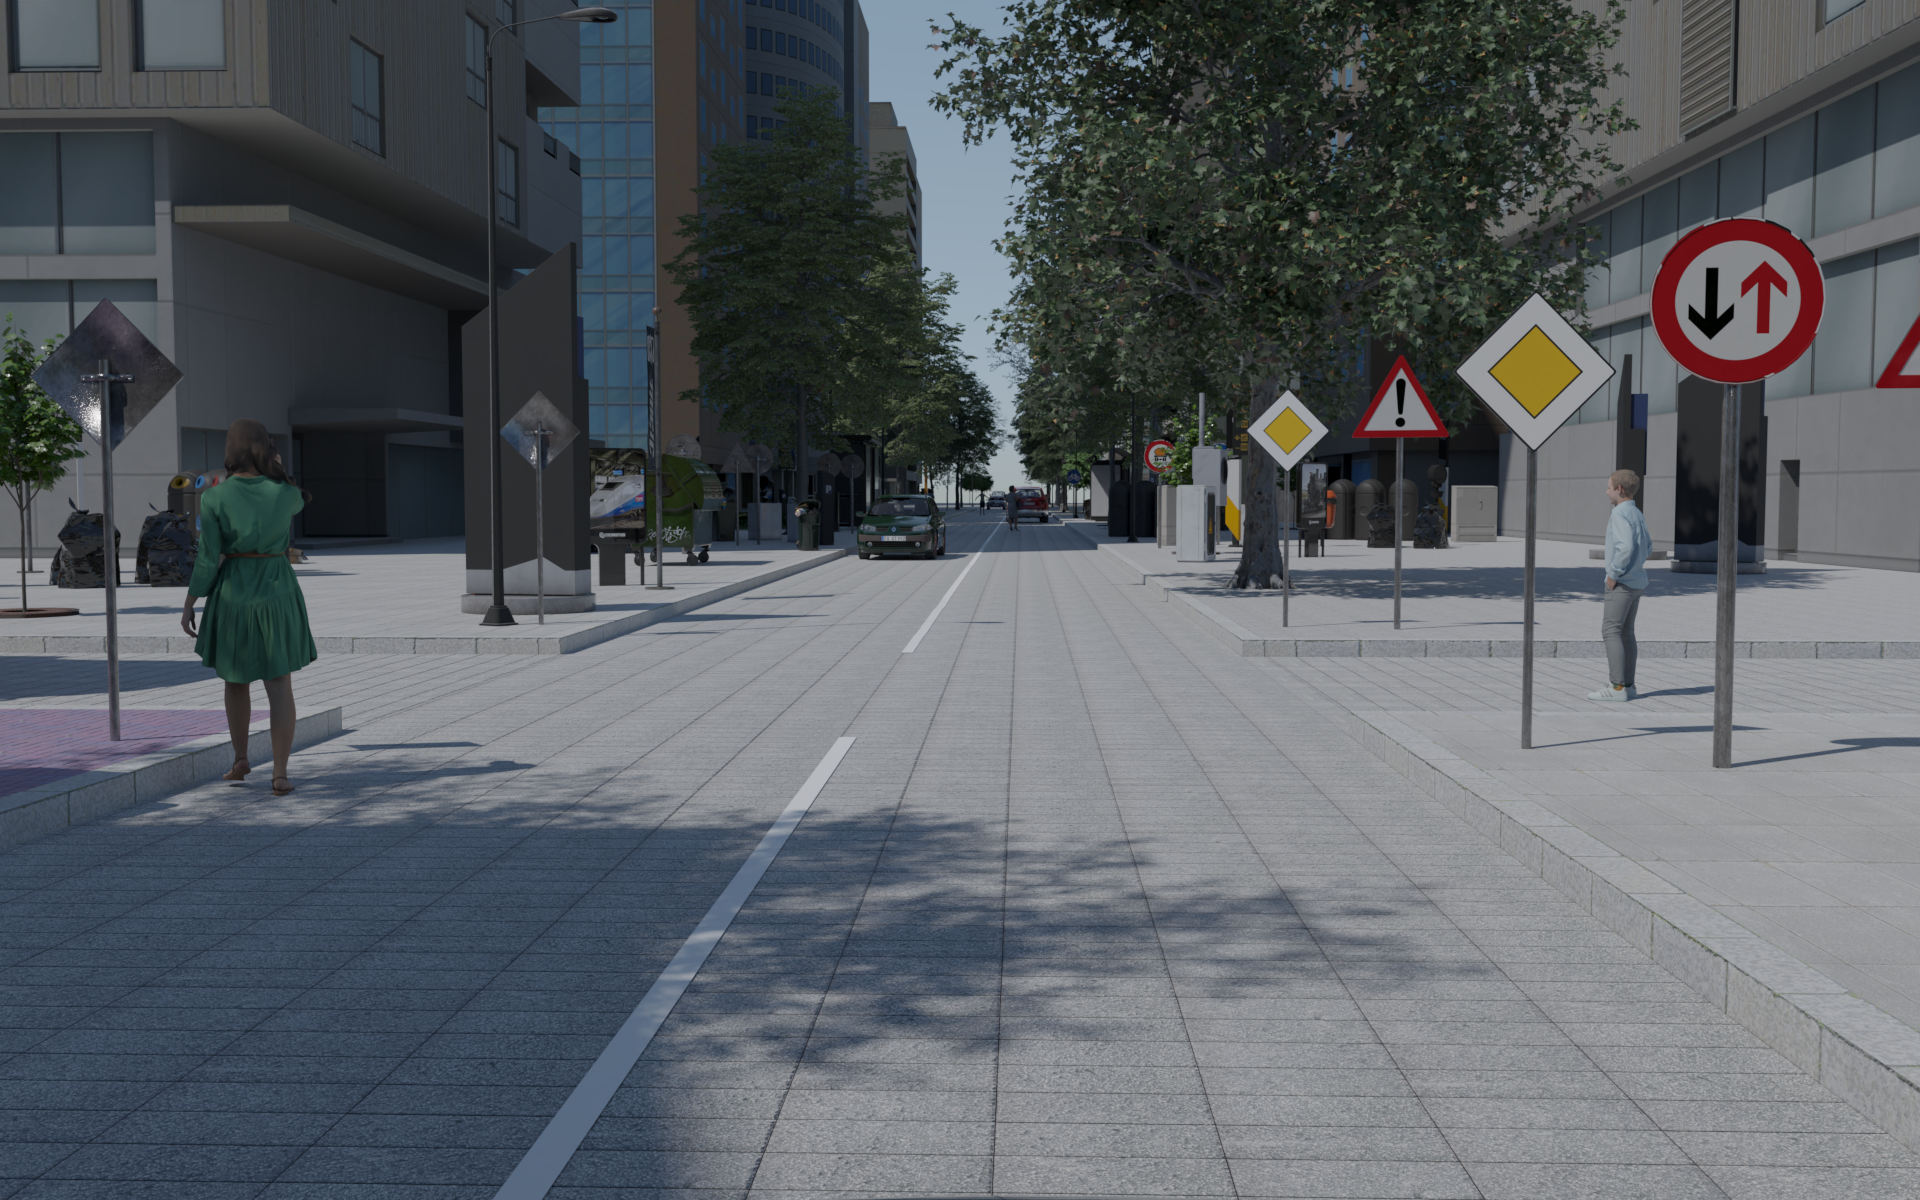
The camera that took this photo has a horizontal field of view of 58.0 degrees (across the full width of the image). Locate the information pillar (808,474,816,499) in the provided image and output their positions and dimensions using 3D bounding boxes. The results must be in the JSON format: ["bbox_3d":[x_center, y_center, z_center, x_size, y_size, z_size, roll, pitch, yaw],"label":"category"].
[{"bbox_3d":[-5.409,-3.570,62.857,0.304,2.012,0.304,0,4,7],"label":"information pillar"}]

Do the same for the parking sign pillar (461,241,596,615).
[{"bbox_3d":[-4.735,-1.862,18.916,1.447,3.967,1.447,1,4,13],"label":"parking sign pillar"}]

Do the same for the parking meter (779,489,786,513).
[{"bbox_3d":[-8.811,-4.756,86.169,0.372,1.533,0.369,0,3,0],"label":"parking meter"}]

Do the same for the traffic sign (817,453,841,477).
[{"bbox_3d":[-4.070,-3.286,53.826,0.768,2.556,0.104,0,4,5],"label":"traffic sign"}]

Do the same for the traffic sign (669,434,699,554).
[{"bbox_3d":[-5.893,-2.249,36.870,0.768,2.556,0.104,0,4,3],"label":"traffic sign"}]

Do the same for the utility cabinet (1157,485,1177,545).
[{"bbox_3d":[5.382,-2.113,43.233,0.318,1.500,1.173,3,5,43],"label":"utility cabinet"}]

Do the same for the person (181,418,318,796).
[{"bbox_3d":[-3.407,0.025,8.346,0.600,1.795,0.529,-3,4,-38],"label":"person"}]

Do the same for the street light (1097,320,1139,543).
[{"bbox_3d":[4.045,-4.483,45.839,1.470,5.913,1.316,0,4,2],"label":"street light"}]

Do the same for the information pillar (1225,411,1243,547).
[{"bbox_3d":[6.609,-3.083,41.759,0.183,3.616,0.504,-2,4,-32],"label":"information pillar"}]

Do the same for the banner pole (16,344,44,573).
[{"bbox_3d":[-15.046,-2.318,27.914,0.401,3.779,0.863,-2,4,-28],"label":"banner pole"}]

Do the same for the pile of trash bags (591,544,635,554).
[{"bbox_3d":[-8.797,-1.678,37.184,3.447,1.369,1.912,-2,4,-28],"label":"pile of trash bags"}]

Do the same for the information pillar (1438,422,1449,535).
[{"bbox_3d":[15.061,-3.829,53.952,0.183,3.616,0.504,-1,4,-14],"label":"information pillar"}]

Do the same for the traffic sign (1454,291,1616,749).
[{"bbox_3d":[2.850,-0.307,8.662,0.795,2.450,0.064,0,4,2],"label":"traffic sign"}]

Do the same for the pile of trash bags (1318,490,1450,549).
[{"bbox_3d":[10.160,-1.962,41.839,3.447,1.369,1.912,2,4,31],"label":"pile of trash bags"}]

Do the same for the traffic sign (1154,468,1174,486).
[{"bbox_3d":[5.683,-2.943,48.224,0.768,2.556,0.104,1,4,11],"label":"traffic sign"}]

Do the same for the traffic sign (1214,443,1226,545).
[{"bbox_3d":[6.495,-2.654,43.492,0.768,2.556,0.104,0,4,8],"label":"traffic sign"}]

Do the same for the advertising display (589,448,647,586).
[{"bbox_3d":[-4.862,-1.159,24.160,0.974,1.923,0.123,-1,4,-19],"label":"advertising display"}]

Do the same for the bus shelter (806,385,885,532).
[{"bbox_3d":[-4.133,-5.188,62.451,2.179,5.291,8.768,0,4,2],"label":"bus shelter"}]

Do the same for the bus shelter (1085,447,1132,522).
[{"bbox_3d":[6.713,-5.128,77.762,2.014,3.302,5.546,0,4,2],"label":"bus shelter"}]

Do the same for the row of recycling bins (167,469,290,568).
[{"bbox_3d":[-11.800,-1.275,27.960,1.069,1.692,3.534,-3,5,-42],"label":"row of recycling bins"}]

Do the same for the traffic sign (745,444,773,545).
[{"bbox_3d":[-5.103,-2.671,43.783,0.768,2.556,0.104,1,4,10],"label":"traffic sign"}]

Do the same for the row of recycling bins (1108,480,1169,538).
[{"bbox_3d":[5.883,-2.700,51.255,3.534,1.692,1.069,3,5,40],"label":"row of recycling bins"}]

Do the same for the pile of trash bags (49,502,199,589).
[{"bbox_3d":[-12.357,-0.882,24.169,3.447,1.369,1.912,-1,4,-17],"label":"pile of trash bags"}]

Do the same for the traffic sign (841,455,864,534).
[{"bbox_3d":[-3.478,-3.411,55.874,0.768,2.556,0.104,0,4,5],"label":"traffic sign"}]

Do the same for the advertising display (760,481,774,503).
[{"bbox_3d":[-9.646,-4.966,86.414,0.974,1.923,0.123,3,5,41],"label":"advertising display"}]

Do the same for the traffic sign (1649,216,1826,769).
[{"bbox_3d":[3.577,-0.486,8.053,0.768,2.556,0.104,1,4,9],"label":"traffic sign"}]

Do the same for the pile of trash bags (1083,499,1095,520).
[{"bbox_3d":[7.945,-4.930,90.363,1.912,1.369,3.447,2,4,26],"label":"pile of trash bags"}]

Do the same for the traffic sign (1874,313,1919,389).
[{"bbox_3d":[5.060,-0.536,8.761,0.884,2.594,0.081,0,4,6],"label":"traffic sign"}]

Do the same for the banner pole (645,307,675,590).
[{"bbox_3d":[-4.055,-2.017,22.994,0.401,3.779,0.863,0,4,3],"label":"banner pole"}]

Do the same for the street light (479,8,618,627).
[{"bbox_3d":[-3.971,-2.703,16.733,1.470,5.913,1.316,0,4,2],"label":"street light"}]

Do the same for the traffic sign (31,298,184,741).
[{"bbox_3d":[-4.389,-0.324,8.940,0.795,2.450,0.064,0,4,2],"label":"traffic sign"}]

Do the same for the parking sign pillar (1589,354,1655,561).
[{"bbox_3d":[13.159,-2.785,34.010,1.447,3.967,1.447,1,4,16],"label":"parking sign pillar"}]

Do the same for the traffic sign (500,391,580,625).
[{"bbox_3d":[-4.104,-0.812,16.920,0.795,2.450,0.064,0,4,2],"label":"traffic sign"}]

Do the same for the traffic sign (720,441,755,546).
[{"bbox_3d":[-5.499,-2.616,42.781,0.884,2.594,0.081,1,4,9],"label":"traffic sign"}]

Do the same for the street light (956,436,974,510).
[{"bbox_3d":[0.375,-10.186,139.088,1.470,5.913,1.316,0,4,2],"label":"street light"}]

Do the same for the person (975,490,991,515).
[{"bbox_3d":[1.567,-6.736,119.418,1.217,1.735,0.721,1,4,22],"label":"person"}]

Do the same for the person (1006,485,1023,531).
[{"bbox_3d":[2.175,-3.604,67.777,0.716,1.782,0.532,2,4,35],"label":"person"}]

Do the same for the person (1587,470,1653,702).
[{"bbox_3d":[4.651,-0.113,12.158,0.589,1.601,0.330,-3,5,-44],"label":"person"}]

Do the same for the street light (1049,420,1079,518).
[{"bbox_3d":[5.603,-7.280,91.575,1.470,5.913,1.316,0,4,2],"label":"street light"}]

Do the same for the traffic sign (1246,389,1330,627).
[{"bbox_3d":[3.135,-0.795,16.642,0.795,2.450,0.064,0,4,2],"label":"traffic sign"}]

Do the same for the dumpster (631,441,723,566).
[{"bbox_3d":[-5.223,-1.772,31.471,1.502,2.255,1.985,0,4,2],"label":"dumpster"}]

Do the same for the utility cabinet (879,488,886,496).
[{"bbox_3d":[-3.220,-3.627,67.978,0.318,1.500,1.173,-1,4,-22],"label":"utility cabinet"}]

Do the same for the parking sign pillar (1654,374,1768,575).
[{"bbox_3d":[12.385,-2.428,28.175,1.447,3.967,1.447,3,5,42],"label":"parking sign pillar"}]

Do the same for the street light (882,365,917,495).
[{"bbox_3d":[-2.245,-5.506,62.562,1.470,5.913,1.316,0,4,2],"label":"street light"}]

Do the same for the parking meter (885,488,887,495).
[{"bbox_3d":[-3.367,-4.123,75.824,0.372,1.533,0.369,0,3,0],"label":"parking meter"}]

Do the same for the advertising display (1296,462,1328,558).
[{"bbox_3d":[7.143,-1.832,35.163,0.123,1.923,0.974,3,5,44],"label":"advertising display"}]

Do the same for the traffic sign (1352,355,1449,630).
[{"bbox_3d":[4.140,-0.999,16.330,0.884,2.594,0.081,1,4,10],"label":"traffic sign"}]

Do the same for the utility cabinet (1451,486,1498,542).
[{"bbox_3d":[13.717,-2.294,46.180,1.173,1.500,0.318,-1,4,-11],"label":"utility cabinet"}]

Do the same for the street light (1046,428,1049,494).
[{"bbox_3d":[6.759,-9.112,121.520,1.470,5.913,1.316,0,4,2],"label":"street light"}]

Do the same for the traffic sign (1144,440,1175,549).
[{"bbox_3d":[4.702,-2.483,40.699,0.768,2.556,0.104,0,4,3],"label":"traffic sign"}]

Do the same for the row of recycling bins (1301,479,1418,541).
[{"bbox_3d":[11.130,-2.524,48.387,3.534,1.692,1.069,3,5,41],"label":"row of recycling bins"}]

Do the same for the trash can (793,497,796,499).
[{"bbox_3d":[-8.595,-4.752,89.351,0.748,1.137,0.748,0,3,0],"label":"trash can"}]

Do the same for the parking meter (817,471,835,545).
[{"bbox_3d":[-3.355,-2.302,43.351,0.399,1.863,0.255,-3,5,-42],"label":"parking meter"}]

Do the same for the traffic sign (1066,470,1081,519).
[{"bbox_3d":[5.944,-5.527,90.467,0.768,2.556,0.104,1,4,9],"label":"traffic sign"}]
